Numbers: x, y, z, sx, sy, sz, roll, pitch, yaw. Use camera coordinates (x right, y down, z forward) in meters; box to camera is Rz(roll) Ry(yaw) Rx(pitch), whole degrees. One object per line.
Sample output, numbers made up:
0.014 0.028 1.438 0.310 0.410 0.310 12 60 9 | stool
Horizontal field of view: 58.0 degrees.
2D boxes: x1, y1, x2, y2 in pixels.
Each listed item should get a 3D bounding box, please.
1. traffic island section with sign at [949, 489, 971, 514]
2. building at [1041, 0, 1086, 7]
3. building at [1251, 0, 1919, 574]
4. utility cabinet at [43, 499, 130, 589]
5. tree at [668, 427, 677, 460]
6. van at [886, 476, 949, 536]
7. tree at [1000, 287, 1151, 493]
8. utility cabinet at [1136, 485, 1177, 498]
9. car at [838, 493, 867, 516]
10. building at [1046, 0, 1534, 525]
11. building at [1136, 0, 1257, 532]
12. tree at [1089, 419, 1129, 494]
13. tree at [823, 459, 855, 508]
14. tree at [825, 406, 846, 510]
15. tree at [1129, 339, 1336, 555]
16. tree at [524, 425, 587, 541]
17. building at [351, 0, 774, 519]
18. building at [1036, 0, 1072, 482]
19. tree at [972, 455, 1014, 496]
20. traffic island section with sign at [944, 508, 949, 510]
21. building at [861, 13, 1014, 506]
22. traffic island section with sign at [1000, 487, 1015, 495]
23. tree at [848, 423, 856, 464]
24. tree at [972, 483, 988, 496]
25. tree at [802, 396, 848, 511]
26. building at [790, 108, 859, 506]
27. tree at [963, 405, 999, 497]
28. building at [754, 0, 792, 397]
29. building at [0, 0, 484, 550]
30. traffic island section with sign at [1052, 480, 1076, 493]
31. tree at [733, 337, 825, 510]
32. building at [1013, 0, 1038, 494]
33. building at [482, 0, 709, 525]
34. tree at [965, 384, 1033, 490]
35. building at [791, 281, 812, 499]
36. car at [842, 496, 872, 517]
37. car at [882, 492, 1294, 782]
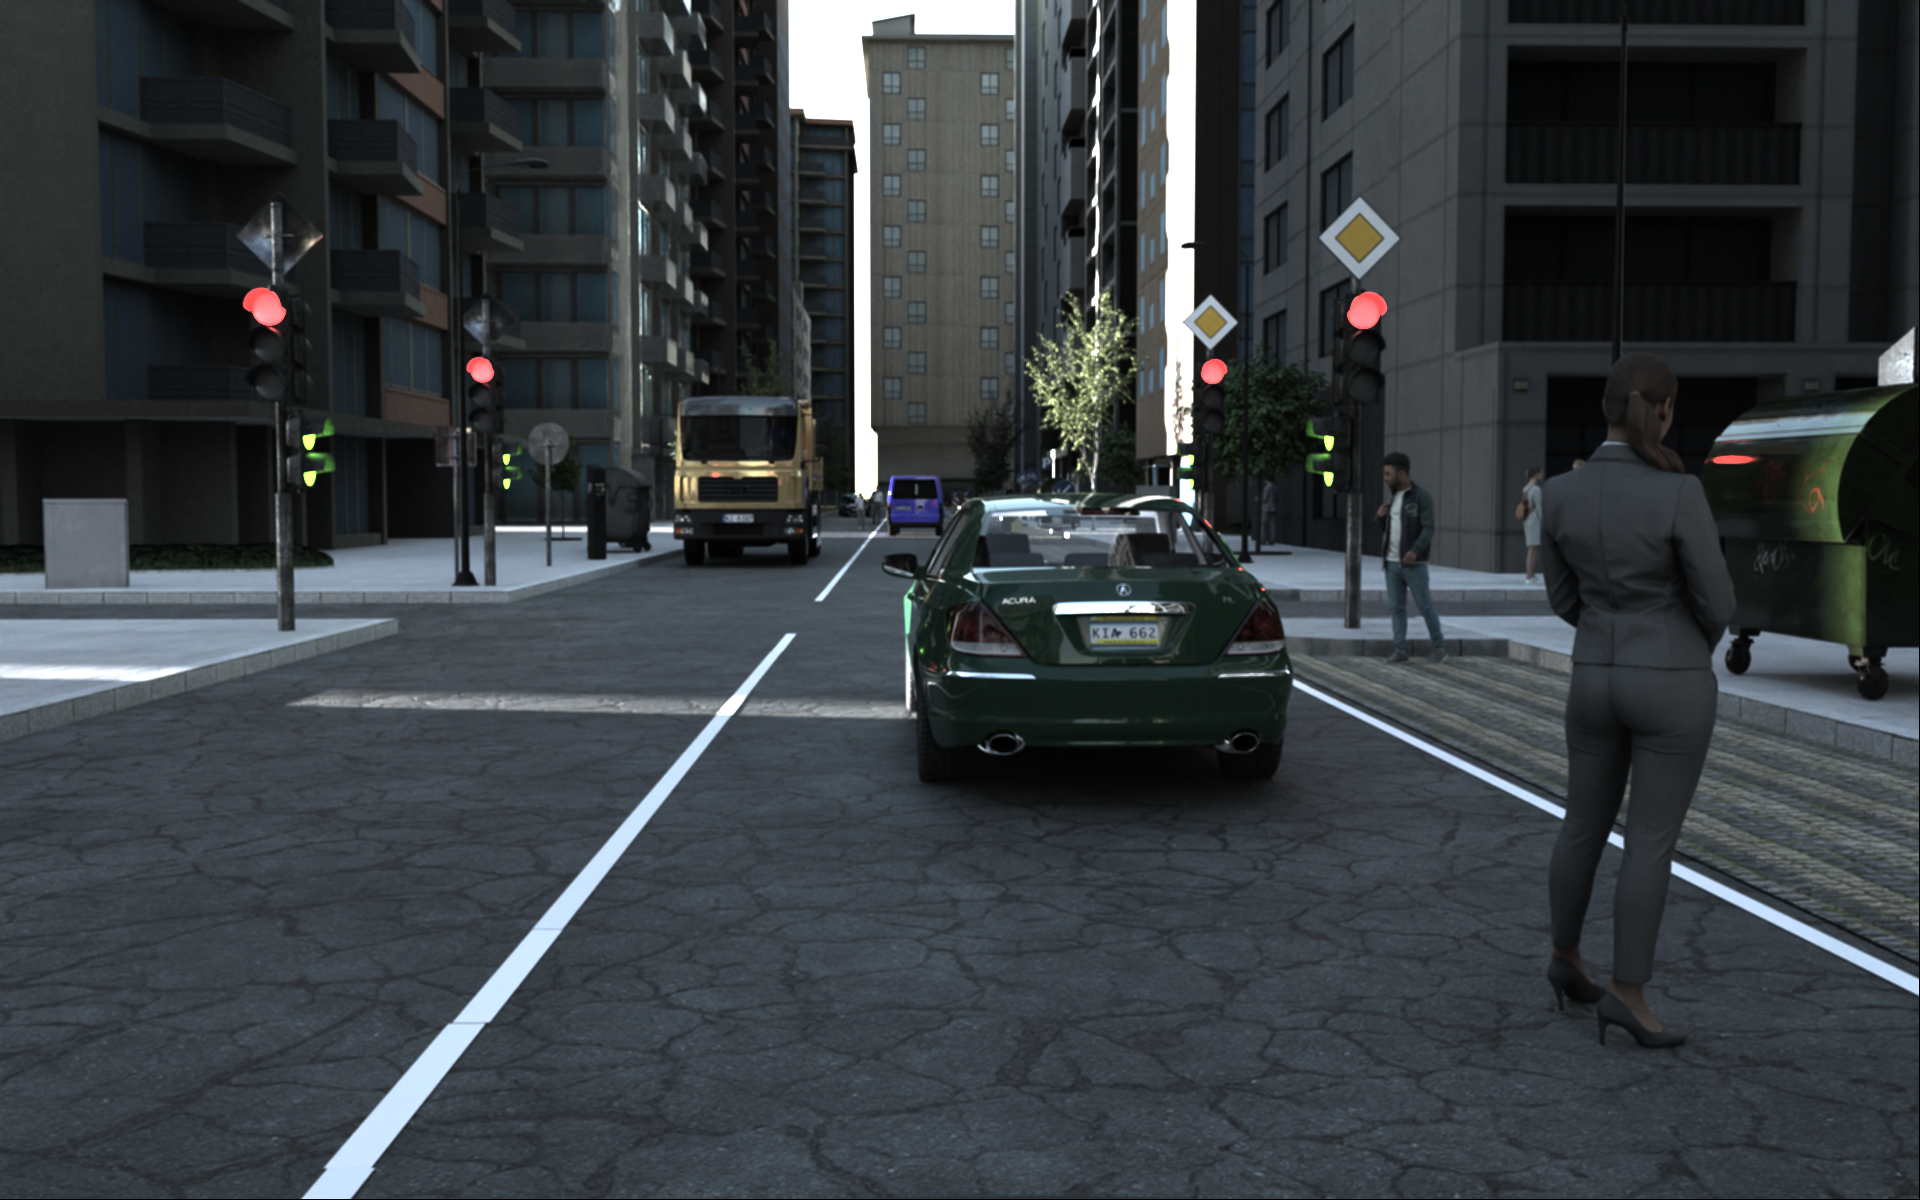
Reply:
0.365 -7.249 127.151 1.989 1.847 2.006 0 4 -2 | traffic island section with sign
19.804 -32.239 116.348 28.713 52.752 27.495 0 4 -2 | building
18.599 -36.575 36.254 20.611 71.187 20.563 0 4 -2 | building
-11.944 -0.767 23.697 1.020 1.237 0.306 -1 4 -22 | utility cabinet
-8.773 -4.789 62.010 4.285 4.588 4.351 0 3 0 | tree
-1.514 -3.467 61.073 2.240 2.365 5.245 0 3 0 | van
4.498 -6.772 61.077 4.737 8.622 4.395 0 3 0 | tree
5.095 -2.214 44.882 0.318 1.500 1.173 -3 5 -41 | utility cabinet
-7.130 -6.521 115.418 1.959 1.807 4.718 0 4 -1 | car
15.503 -39.763 88.381 20.563 71.187 20.611 0 4 -2 | building
14.408 -25.300 63.767 14.600 45.320 14.200 0 4 -2 | building
7.318 -5.674 76.492 4.285 4.588 4.351 0 3 0 | tree
-11.227 -10.713 158.872 4.285 4.588 4.351 0 3 0 | tree
-10.737 -11.391 136.610 4.737 8.622 4.395 0 3 0 | tree
6.307 -3.257 36.969 4.285 4.588 4.351 0 3 0 | tree
-11.067 -3.285 48.316 1.663 3.219 1.824 0 3 0 | tree
-23.785 -28.065 113.491 22.147 44.769 28.867 0 4 -2 | building
12.979 -27.747 137.250 14.154 41.232 14.086 0 4 -2 | building
2.578 -9.161 133.501 4.285 4.588 4.351 0 3 0 | tree
-0.495 -8.929 154.609 1.989 1.847 2.006 0 4 -2 | traffic island section with sign
2.782 -37.340 199.752 27.495 52.752 28.713 0 4 -2 | building
1.955 -4.127 76.112 1.989 1.847 2.006 0 4 -2 | traffic island section with sign
-11.912 -13.241 166.852 4.360 8.622 3.978 0 3 0 | tree
2.107 -10.184 161.115 1.663 3.219 1.824 0 3 0 | tree
-10.679 -10.896 128.513 4.360 8.622 3.978 0 3 0 | tree
-26.078 -33.117 196.085 28.867 44.769 22.147 0 4 -2 | building
2.160 -11.772 142.836 4.737 8.622 4.395 0 3 0 | tree
-20.582 -29.662 135.077 14.600 45.320 14.200 0 4 -2 | building
-24.201 -23.858 44.701 22.147 44.769 28.867 0 4 -2 | building
2.776 -2.480 49.169 1.989 1.847 2.006 0 4 -2 | traffic island section with sign
-9.244 -8.029 81.643 4.737 8.622 4.395 0 3 0 | tree
15.404 -37.686 158.168 21.231 58.520 28.212 0 4 -2 | building
-24.131 -28.292 82.182 23.786 49.044 30.456 0 4 -2 | building
2.636 -10.107 115.617 4.360 8.622 3.978 0 3 0 | tree
-28.795 -19.124 157.721 28.899 21.520 27.650 0 4 -2 | building
-6.472 -5.944 109.760 1.945 1.354 3.894 0 4 -1 | car
0.617 0.104 10.091 2.131 1.459 4.920 0 4 -3 | car
